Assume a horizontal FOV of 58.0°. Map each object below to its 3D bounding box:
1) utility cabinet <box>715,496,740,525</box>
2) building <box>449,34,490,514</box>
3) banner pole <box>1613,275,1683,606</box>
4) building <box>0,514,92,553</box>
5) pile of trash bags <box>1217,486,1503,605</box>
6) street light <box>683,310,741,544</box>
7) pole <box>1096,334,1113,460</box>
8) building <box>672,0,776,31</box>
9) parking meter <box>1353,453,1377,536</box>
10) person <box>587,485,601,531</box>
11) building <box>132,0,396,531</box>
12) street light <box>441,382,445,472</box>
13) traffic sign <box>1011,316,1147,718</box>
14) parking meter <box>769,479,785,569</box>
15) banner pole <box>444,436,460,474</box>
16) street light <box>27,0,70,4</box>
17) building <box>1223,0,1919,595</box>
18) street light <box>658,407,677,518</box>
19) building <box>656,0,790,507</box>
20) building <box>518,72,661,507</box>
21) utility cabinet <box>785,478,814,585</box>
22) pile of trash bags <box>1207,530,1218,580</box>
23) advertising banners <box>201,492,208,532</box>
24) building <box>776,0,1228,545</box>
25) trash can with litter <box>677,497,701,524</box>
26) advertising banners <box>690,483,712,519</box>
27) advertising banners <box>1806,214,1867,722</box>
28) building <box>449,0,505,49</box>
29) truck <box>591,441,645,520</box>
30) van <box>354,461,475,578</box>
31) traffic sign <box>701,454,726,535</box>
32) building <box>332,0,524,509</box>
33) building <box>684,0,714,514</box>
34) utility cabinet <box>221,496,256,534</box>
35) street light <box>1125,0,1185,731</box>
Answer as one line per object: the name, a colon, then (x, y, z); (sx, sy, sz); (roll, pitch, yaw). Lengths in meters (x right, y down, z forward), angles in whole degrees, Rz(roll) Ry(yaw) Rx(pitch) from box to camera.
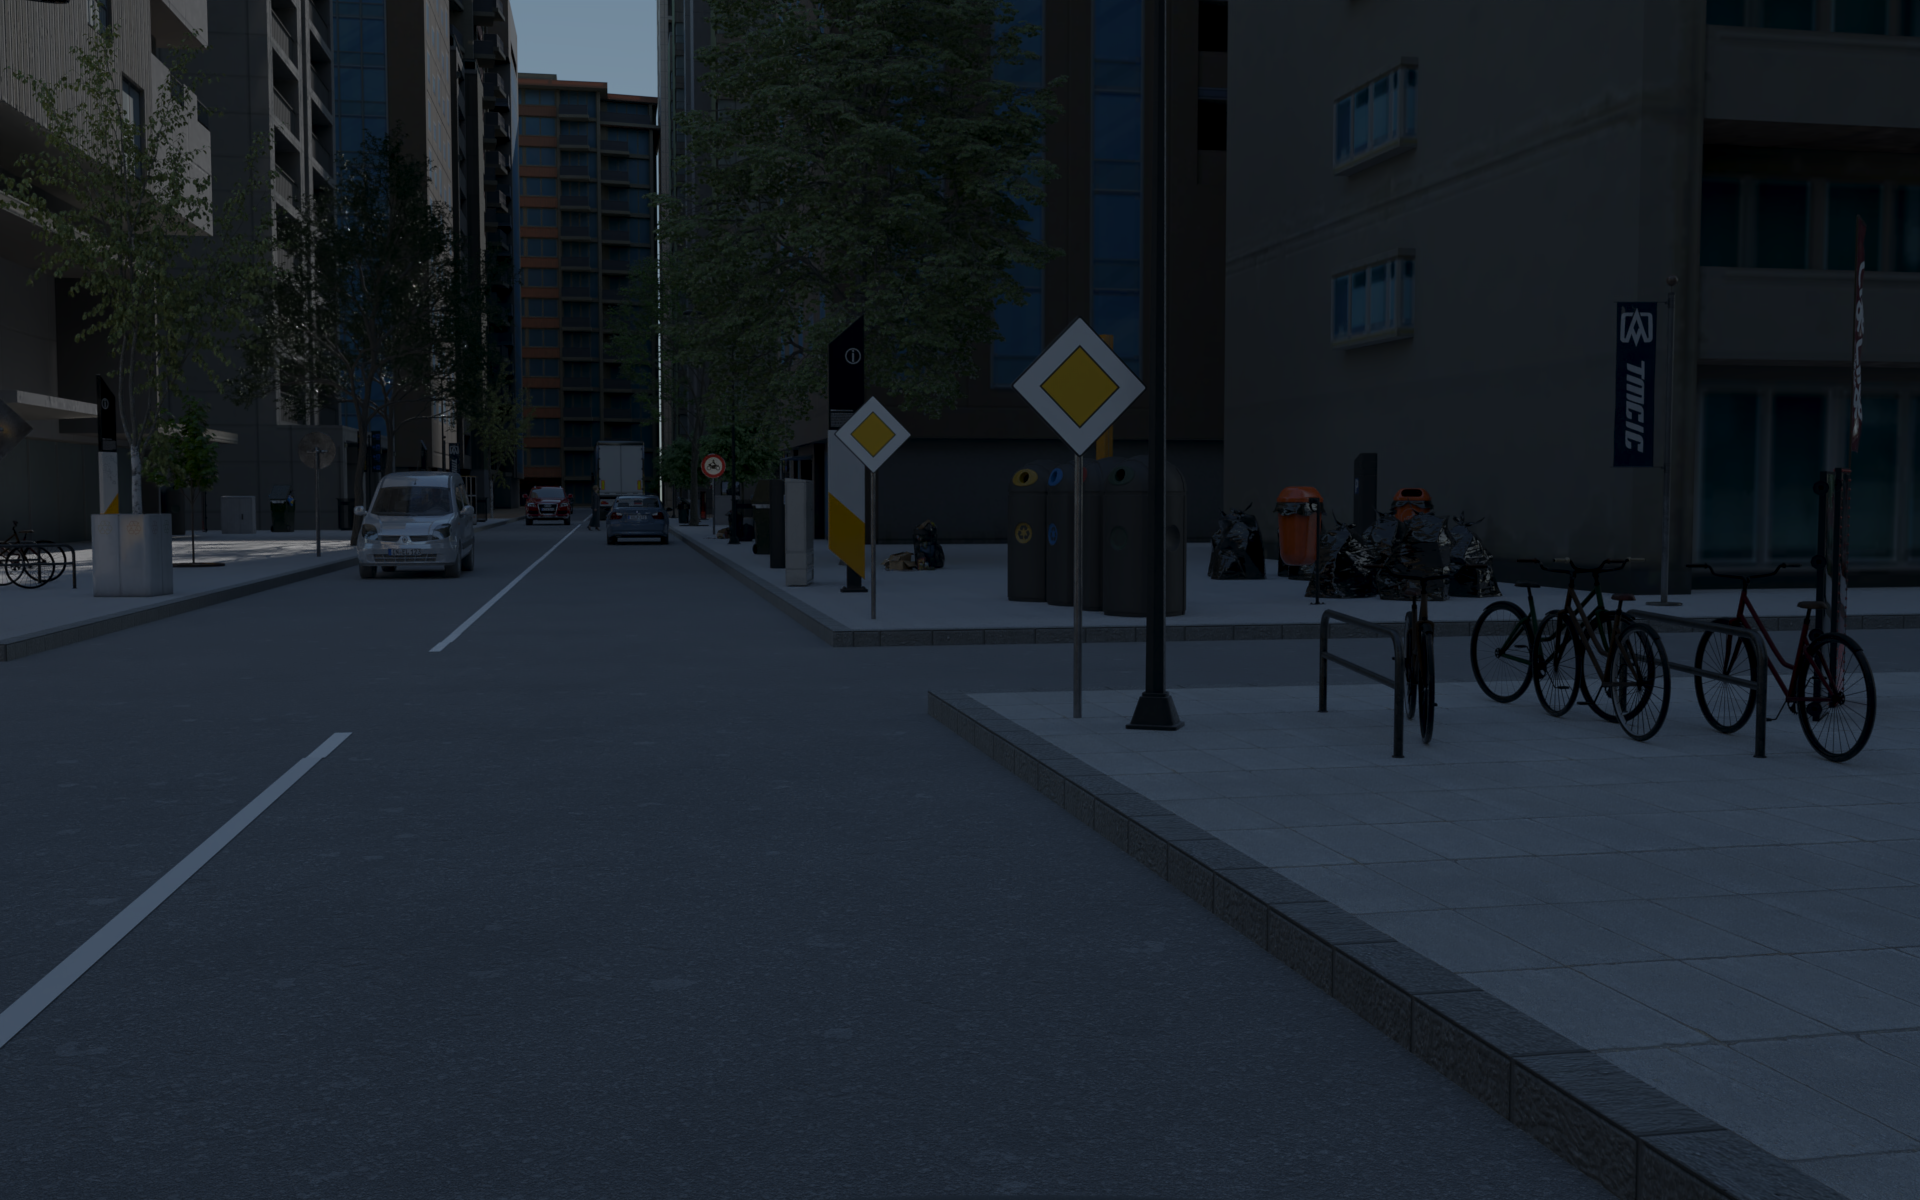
utility cabinet: (-9.664, -3.720, 71.976); (1.020, 1.237, 0.306); (1, 4, 12)
building: (-37.452, -20.603, 108.560); (14.160, 30.474, 14.107); (-1, 4, -11)
banner pole: (7.895, -1.826, 19.875); (0.863, 3.779, 0.401); (0, 4, 0)
building: (-32.401, -27.283, 35.315); (28.713, 52.752, 27.495); (-1, 4, -11)
pile of trash bags: (5.049, -0.702, 21.228); (3.447, 1.369, 1.912); (-3, 5, -42)
street light: (-6.309, -4.372, 44.021); (1.470, 5.913, 1.316); (-1, 4, -11)
pole: (1.858, -1.739, 22.274); (0.158, 3.312, 0.155); (0, 3, 0)
building: (-16.554, -28.111, 143.217); (14.154, 41.232, 14.086); (-1, 4, -11)
parking meter: (5.800, -1.168, 24.814); (0.255, 1.863, 0.399); (0, 4, -1)
person: (-14.317, -3.607, 67.898); (0.576, 1.772, 0.534); (3, 5, 44)
building: (-33.962, -38.499, 67.714); (20.563, 71.187, 20.611); (-1, 4, -11)
street light: (-18.299, -5.543, 63.176); (1.470, 5.913, 1.316); (-1, 4, -11)
traffic sign: (0.671, -0.381, 9.867); (0.795, 2.450, 0.064); (-1, 4, -11)
parking meter: (-3.103, -1.317, 29.939); (0.372, 1.533, 0.369); (0, 3, 0)
banner pole: (-21.834, -5.153, 74.270); (0.863, 3.779, 0.401); (-1, 4, -17)
street light: (-8.867, -2.655, 15.952); (1.470, 5.913, 1.316); (-1, 4, -11)
building: (16.707, -25.028, 32.916); (21.600, 48.544, 21.300); (-1, 4, -11)
street light: (-15.662, -7.267, 91.349); (1.470, 5.913, 1.316); (-1, 4, -11)
building: (-21.976, -45.788, 186.878); (20.611, 71.187, 20.563); (-1, 4, -11)
building: (-46.243, -32.310, 182.884); (28.867, 44.769, 22.147); (-1, 4, -11)
utility cabinet: (-2.253, -0.967, 24.484); (0.318, 1.500, 1.173); (0, 3, 0)
pile of trash bags: (5.406, -1.011, 26.279); (3.447, 1.369, 1.912); (1, 4, 18)
advertising banners: (-25.641, -3.820, 58.639); (0.090, 3.025, 2.074); (-2, 4, -28)
building: (2.171, -24.473, 50.237); (14.600, 45.320, 14.200); (-1, 4, -11)
trash can with litter: (-11.734, -3.894, 75.052); (1.055, 1.170, 0.624); (1, 4, 13)
advertising banners: (-13.265, -5.698, 89.356); (2.074, 3.025, 0.090); (3, 5, 44)
advertising banners: (5.333, -0.874, 10.471); (0.090, 3.025, 2.074); (2, 4, 32)
building: (-45.563, -29.026, 129.205); (22.147, 44.769, 28.867); (-1, 4, -11)
truck: (-19.224, -6.632, 97.342); (2.839, 4.237, 11.283); (-1, 4, -13)
van: (-9.635, -1.456, 30.818); (2.013, 2.044, 4.112); (-1, 4, -11)
traffic sign: (-7.800, -3.348, 54.846); (0.768, 2.556, 0.104); (0, 4, -5)
building: (-46.333, -30.719, 152.361); (14.200, 45.320, 14.600); (-1, 4, -11)
building: (-8.899, -35.516, 122.686); (21.231, 58.520, 28.212); (-1, 4, -11)
utility cabinet: (-23.245, -2.729, 55.788); (1.020, 1.237, 0.306); (0, 4, 3)
street light: (0.543, -2.246, 9.260); (1.470, 5.913, 1.316); (-1, 4, -11)
